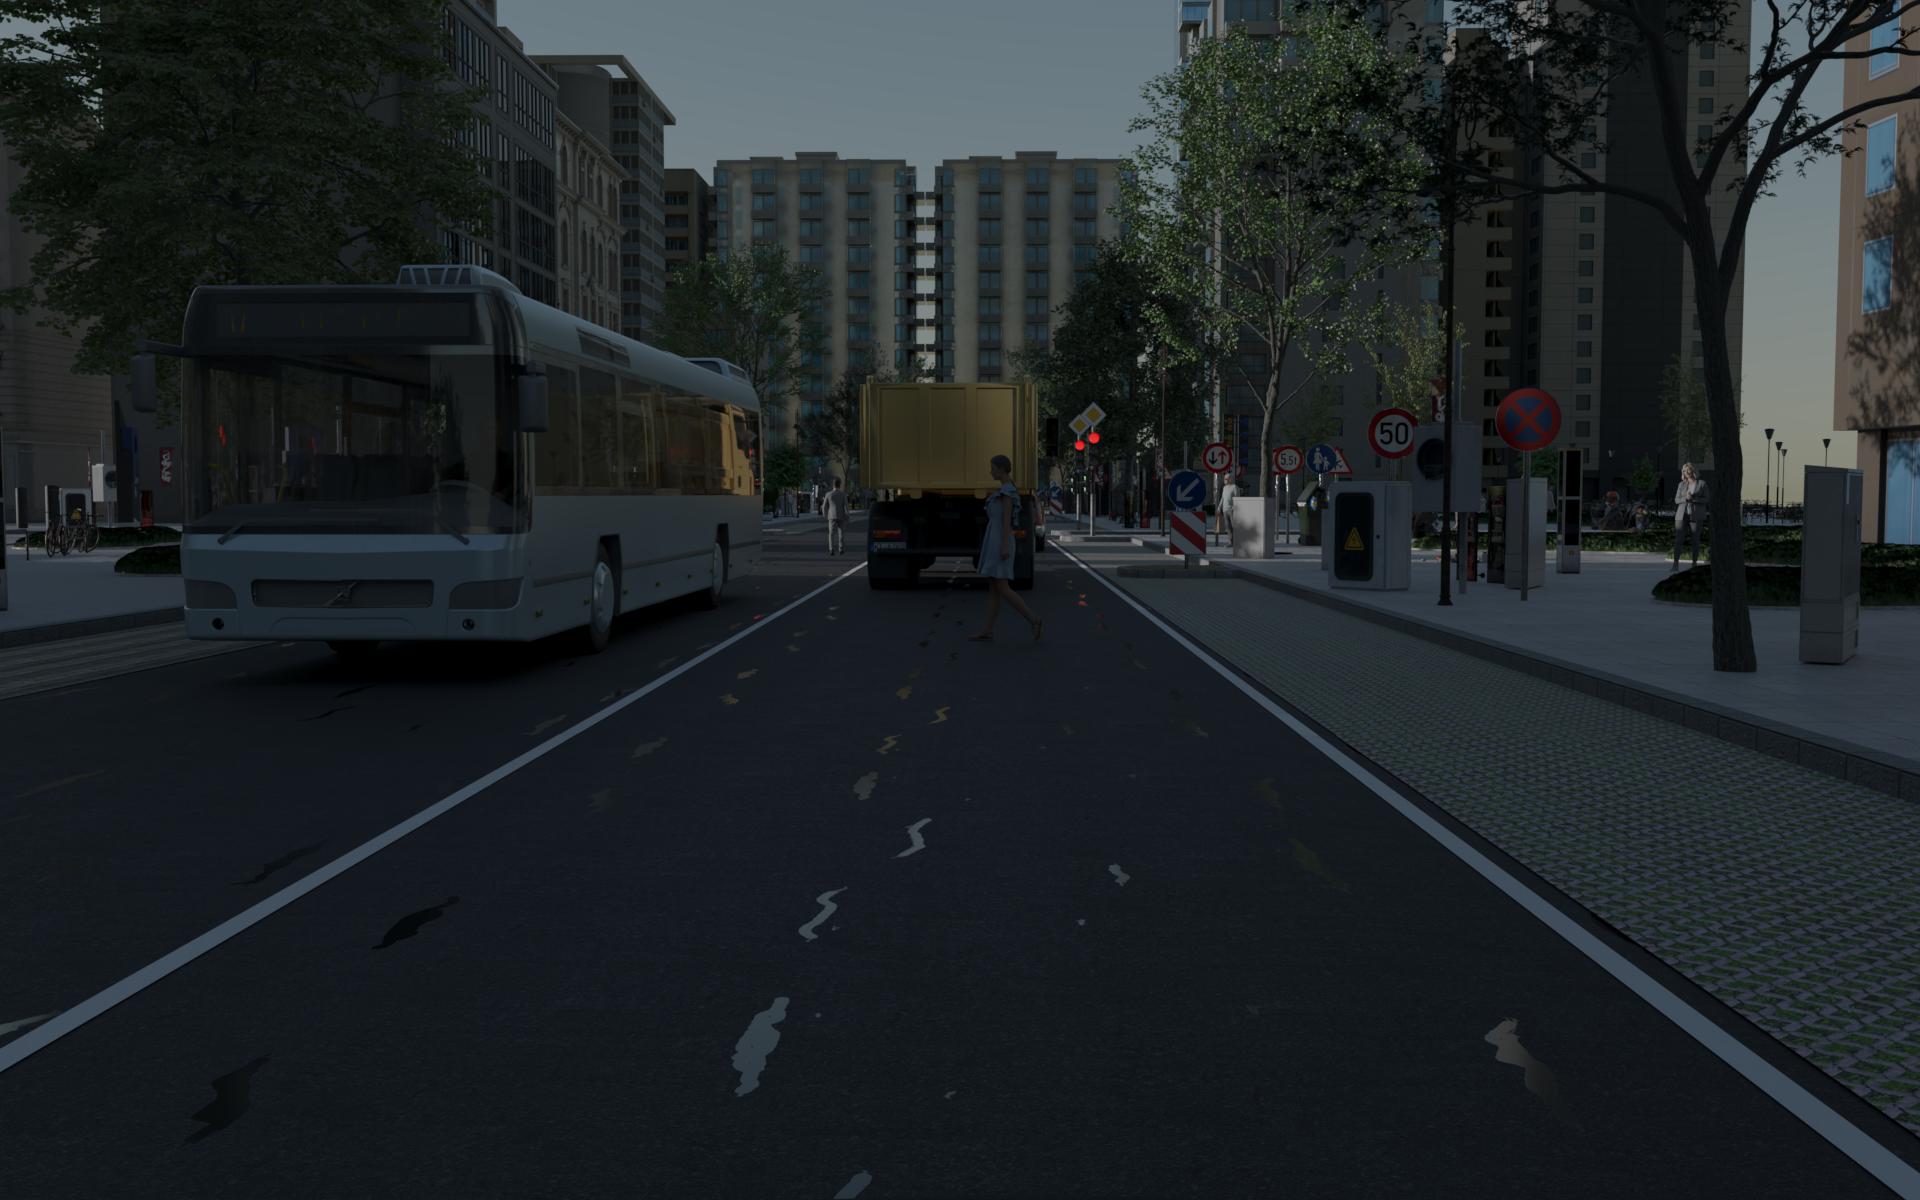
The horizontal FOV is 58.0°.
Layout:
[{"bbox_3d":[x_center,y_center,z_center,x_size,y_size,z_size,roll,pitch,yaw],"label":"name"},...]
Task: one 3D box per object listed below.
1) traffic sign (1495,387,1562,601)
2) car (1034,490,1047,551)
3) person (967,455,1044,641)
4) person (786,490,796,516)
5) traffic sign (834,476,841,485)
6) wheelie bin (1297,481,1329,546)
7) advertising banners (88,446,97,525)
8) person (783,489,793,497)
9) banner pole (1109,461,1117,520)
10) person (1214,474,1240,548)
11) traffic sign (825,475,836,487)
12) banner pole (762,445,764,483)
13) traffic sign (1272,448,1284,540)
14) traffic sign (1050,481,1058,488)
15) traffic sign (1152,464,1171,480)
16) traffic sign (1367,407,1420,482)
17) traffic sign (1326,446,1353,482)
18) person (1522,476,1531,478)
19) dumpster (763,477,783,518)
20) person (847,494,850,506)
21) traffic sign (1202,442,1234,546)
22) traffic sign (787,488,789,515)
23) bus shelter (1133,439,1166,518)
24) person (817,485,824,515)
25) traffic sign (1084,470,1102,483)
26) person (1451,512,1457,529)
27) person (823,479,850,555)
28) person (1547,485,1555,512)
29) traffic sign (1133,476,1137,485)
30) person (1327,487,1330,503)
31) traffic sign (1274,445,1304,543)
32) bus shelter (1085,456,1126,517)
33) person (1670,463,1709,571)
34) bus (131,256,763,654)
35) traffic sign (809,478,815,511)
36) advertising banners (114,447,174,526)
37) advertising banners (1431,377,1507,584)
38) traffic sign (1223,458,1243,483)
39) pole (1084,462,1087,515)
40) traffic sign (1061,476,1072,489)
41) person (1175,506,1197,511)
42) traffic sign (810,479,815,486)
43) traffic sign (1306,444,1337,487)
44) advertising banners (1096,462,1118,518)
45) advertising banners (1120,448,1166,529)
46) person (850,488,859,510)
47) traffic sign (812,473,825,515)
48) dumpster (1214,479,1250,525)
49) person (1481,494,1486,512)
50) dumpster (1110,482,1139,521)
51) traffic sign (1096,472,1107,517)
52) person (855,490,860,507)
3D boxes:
[{"bbox_3d":[6.793,-1.264,20.777,0.768,2.556,0.104,0,4,8],"label":"traffic sign"},{"bbox_3d":[1.156,-2.240,45.299,2.281,1.827,5.304,0,4,1],"label":"car"},{"bbox_3d":[0.458,-0.506,16.874,0.778,1.811,0.616,1,4,18],"label":"person"},{"bbox_3d":[-9.908,-5.657,101.135,0.523,1.515,0.503,2,4,26],"label":"person"},{"bbox_3d":[-8.812,-7.527,123.166,0.768,2.556,0.104,0,4,4],"label":"traffic sign"},{"bbox_3d":[8.789,-2.150,43.067,0.693,1.594,0.980,-1,4,-9],"label":"wheelie bin"},{"bbox_3d":[-32.231,-4.167,64.313,0.090,3.025,2.074,-1,4,-21],"label":"advertising banners"},{"bbox_3d":[-17.783,-10.531,178.192,1.348,1.831,0.705,-2,4,-30],"label":"person"},{"bbox_3d":[7.463,-5.801,84.862,0.401,3.779,0.863,3,5,39],"label":"banner pole"},{"bbox_3d":[6.478,-2.147,41.625,0.515,1.767,0.782,-2,4,-33],"label":"person"},{"bbox_3d":[-8.732,-7.143,116.898,0.768,2.556,0.104,0,4,5],"label":"traffic sign"},{"bbox_3d":[-8.968,-5.311,76.845,0.401,3.779,0.863,2,4,34],"label":"banner pole"},{"bbox_3d":[8.779,-2.922,47.875,0.768,2.556,0.104,0,4,6],"label":"traffic sign"},{"bbox_3d":[7.331,-8.117,134.845,0.606,2.300,0.079,1,4,9],"label":"traffic sign"},{"bbox_3d":[7.895,-4.122,67.391,0.884,2.594,0.081,0,4,7],"label":"traffic sign"},{"bbox_3d":[6.373,-1.554,25.506,0.768,2.556,0.104,0,4,8],"label":"traffic sign"},{"bbox_3d":[10.083,-2.839,46.423,0.884,2.594,0.081,0,4,4],"label":"traffic sign"},{"bbox_3d":[14.245,-2.299,43.647,0.555,1.821,0.388,1,4,19],"label":"person"},{"bbox_3d":[-10.183,-5.439,91.418,1.502,2.255,1.985,0,4,1],"label":"dumpster"},{"bbox_3d":[-10.222,-8.997,156.338,0.799,1.438,0.628,2,4,32],"label":"person"},{"bbox_3d":[6.307,-2.589,42.440,0.768,2.556,0.104,1,4,10],"label":"traffic sign"},{"bbox_3d":[-10.430,-6.417,105.027,0.768,2.556,0.104,0,4,6],"label":"traffic sign"},{"bbox_3d":[10.640,-7.152,94.563,2.179,5.291,8.768,0,4,1],"label":"bus shelter"},{"bbox_3d":[-8.367,-6.006,104.415,0.473,1.802,0.592,1,4,18],"label":"person"},{"bbox_3d":[6.309,-5.043,82.455,0.884,2.594,0.081,0,4,7],"label":"traffic sign"},{"bbox_3d":[15.194,-2.838,52.671,0.641,1.798,0.478,-1,4,-14],"label":"person"},{"bbox_3d":[-2.908,-1.951,40.674,0.678,1.792,0.850,0,4,4],"label":"person"},{"bbox_3d":[28.280,-4.666,83.080,0.466,1.731,0.760,2,4,35],"label":"person"},{"bbox_3d":[11.929,-7.317,119.745,0.768,2.556,0.104,0,4,7],"label":"traffic sign"},{"bbox_3d":[24.569,-6.652,115.296,0.515,1.767,0.782,1,4,8],"label":"person"},{"bbox_3d":[8.517,-2.742,44.936,0.768,2.556,0.104,0,4,7],"label":"traffic sign"},{"bbox_3d":[8.260,-7.500,100.250,2.179,5.291,8.768,0,4,1],"label":"bus shelter"},{"bbox_3d":[12.137,-1.378,28.761,0.537,1.800,0.526,3,5,44],"label":"person"},{"bbox_3d":[-4.334,-1.437,18.354,2.948,3.499,13.247,0,4,2],"label":"bus"},{"bbox_3d":[-11.004,-7.952,130.126,0.768,2.556,0.104,1,4,9],"label":"traffic sign"},{"bbox_3d":[-30.150,-4.151,64.052,2.074,3.025,0.090,-2,4,-27],"label":"advertising banners"},{"bbox_3d":[7.484,-1.789,25.438,0.090,3.025,2.074,-1,4,-18],"label":"advertising banners"},{"bbox_3d":[9.672,-3.757,61.532,0.768,2.556,0.104,0,4,1],"label":"traffic sign"},{"bbox_3d":[7.679,-6.820,105.345,0.158,3.312,0.155,0,3,0],"label":"pole"},{"bbox_3d":[7.144,-7.048,115.235,0.884,2.594,0.081,0,4,6],"label":"traffic sign"},{"bbox_3d":[5.959,-2.407,45.573,0.721,1.800,0.419,0,4,3],"label":"person"},{"bbox_3d":[-9.919,-7.265,118.522,0.795,2.593,0.064,0,4,5],"label":"traffic sign"},{"bbox_3d":[9.166,-2.684,43.986,0.768,2.556,0.104,1,4,9],"label":"traffic sign"},{"bbox_3d":[8.344,-5.970,93.793,2.074,3.025,0.090,0,4,-6],"label":"advertising banners"},{"bbox_3d":[6.909,-4.199,64.847,2.074,3.025,0.090,-2,4,-33],"label":"advertising banners"},{"bbox_3d":[-8.800,-8.398,143.452,0.705,1.812,1.348,2,4,25],"label":"person"},{"bbox_3d":[-8.618,-6.440,105.399,0.768,2.556,0.104,0,4,4],"label":"traffic sign"},{"bbox_3d":[10.507,-3.729,66.727,1.264,1.857,1.865,0,4,1],"label":"dumpster"},{"bbox_3d":[27.037,-4.845,89.529,0.425,1.301,0.394,-2,4,-27],"label":"person"},{"bbox_3d":[7.831,-4.680,82.284,1.264,1.857,1.865,0,4,1],"label":"dumpster"},{"bbox_3d":[7.737,-5.848,95.721,0.768,2.556,0.104,0,4,3],"label":"traffic sign"},{"bbox_3d":[-10.465,-10.439,177.657,0.756,1.711,0.436,-1,4,-20],"label":"person"}]
